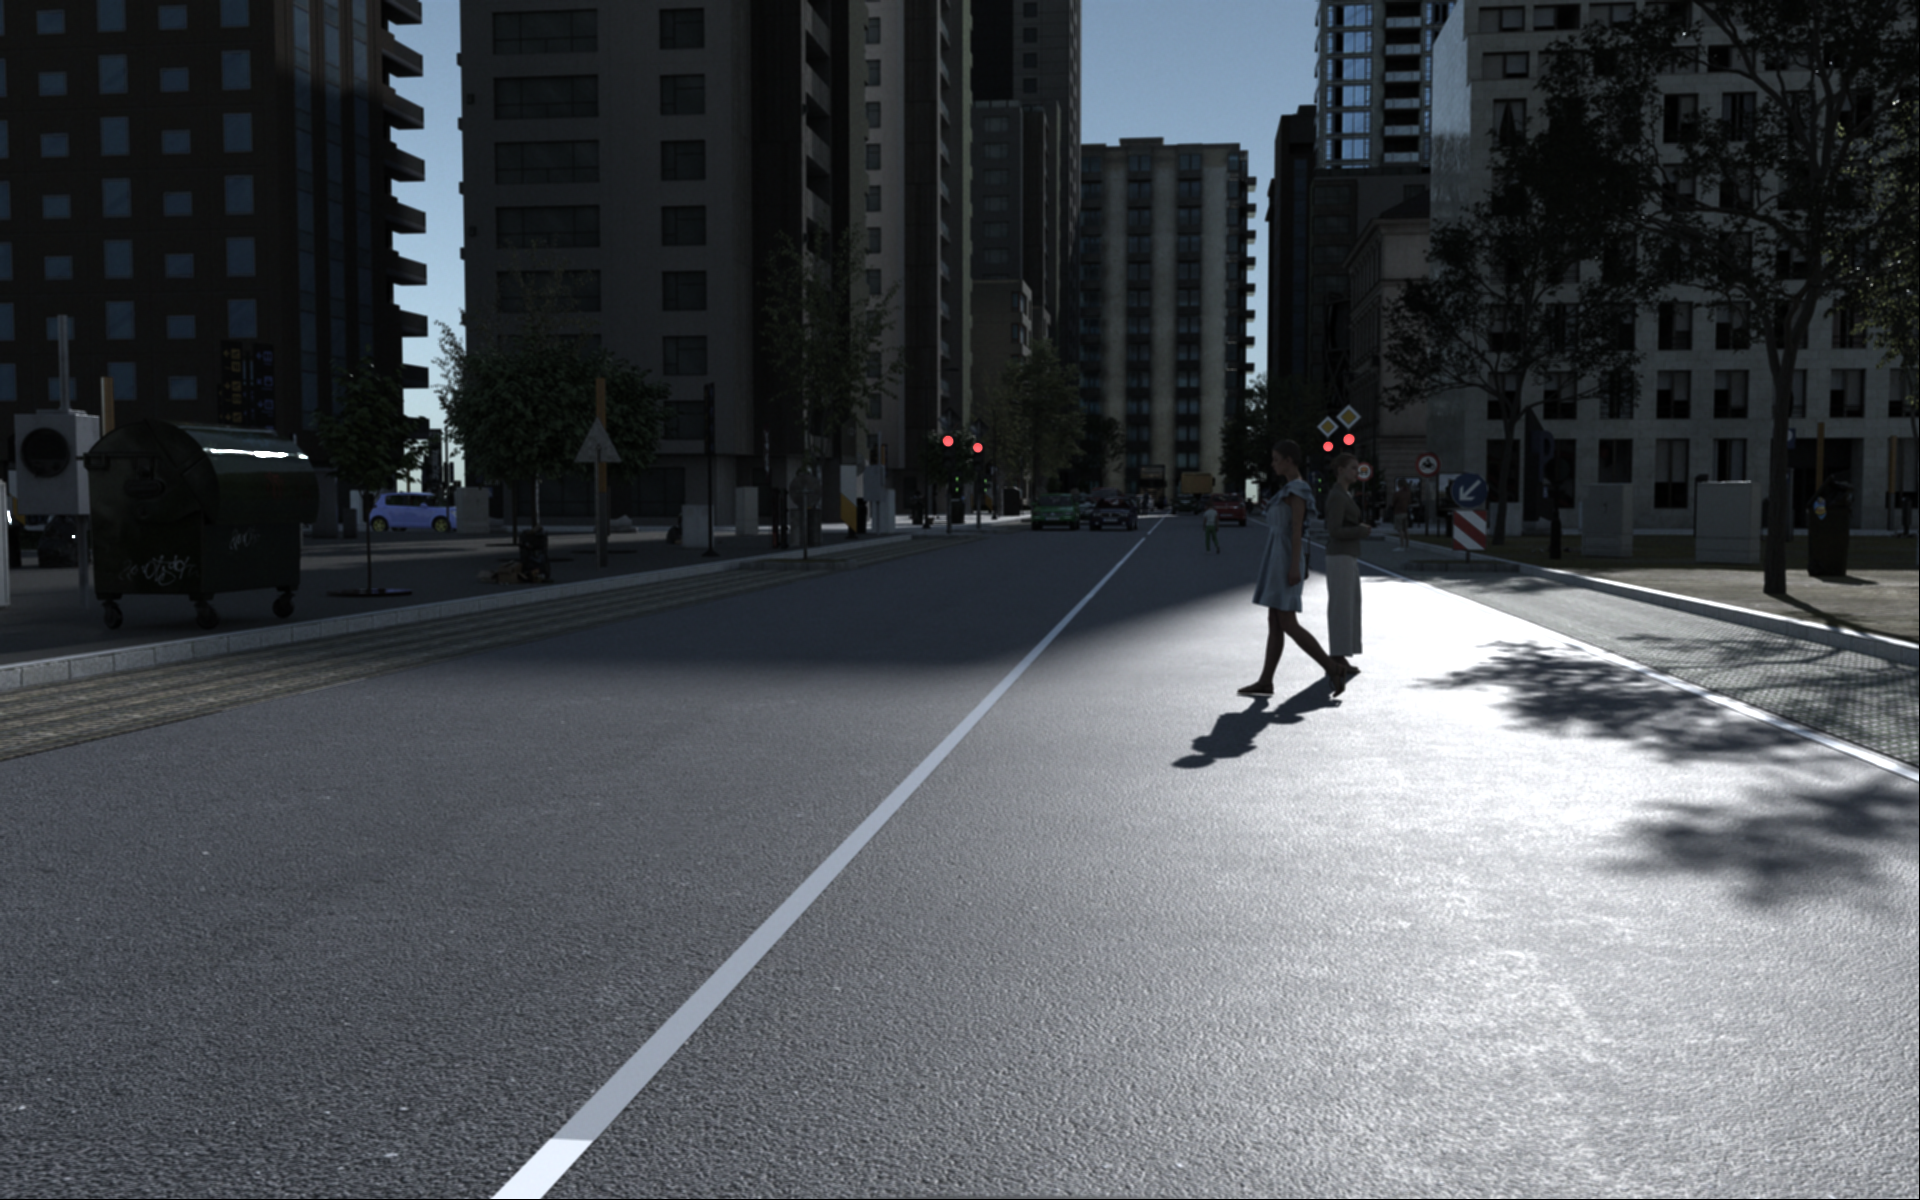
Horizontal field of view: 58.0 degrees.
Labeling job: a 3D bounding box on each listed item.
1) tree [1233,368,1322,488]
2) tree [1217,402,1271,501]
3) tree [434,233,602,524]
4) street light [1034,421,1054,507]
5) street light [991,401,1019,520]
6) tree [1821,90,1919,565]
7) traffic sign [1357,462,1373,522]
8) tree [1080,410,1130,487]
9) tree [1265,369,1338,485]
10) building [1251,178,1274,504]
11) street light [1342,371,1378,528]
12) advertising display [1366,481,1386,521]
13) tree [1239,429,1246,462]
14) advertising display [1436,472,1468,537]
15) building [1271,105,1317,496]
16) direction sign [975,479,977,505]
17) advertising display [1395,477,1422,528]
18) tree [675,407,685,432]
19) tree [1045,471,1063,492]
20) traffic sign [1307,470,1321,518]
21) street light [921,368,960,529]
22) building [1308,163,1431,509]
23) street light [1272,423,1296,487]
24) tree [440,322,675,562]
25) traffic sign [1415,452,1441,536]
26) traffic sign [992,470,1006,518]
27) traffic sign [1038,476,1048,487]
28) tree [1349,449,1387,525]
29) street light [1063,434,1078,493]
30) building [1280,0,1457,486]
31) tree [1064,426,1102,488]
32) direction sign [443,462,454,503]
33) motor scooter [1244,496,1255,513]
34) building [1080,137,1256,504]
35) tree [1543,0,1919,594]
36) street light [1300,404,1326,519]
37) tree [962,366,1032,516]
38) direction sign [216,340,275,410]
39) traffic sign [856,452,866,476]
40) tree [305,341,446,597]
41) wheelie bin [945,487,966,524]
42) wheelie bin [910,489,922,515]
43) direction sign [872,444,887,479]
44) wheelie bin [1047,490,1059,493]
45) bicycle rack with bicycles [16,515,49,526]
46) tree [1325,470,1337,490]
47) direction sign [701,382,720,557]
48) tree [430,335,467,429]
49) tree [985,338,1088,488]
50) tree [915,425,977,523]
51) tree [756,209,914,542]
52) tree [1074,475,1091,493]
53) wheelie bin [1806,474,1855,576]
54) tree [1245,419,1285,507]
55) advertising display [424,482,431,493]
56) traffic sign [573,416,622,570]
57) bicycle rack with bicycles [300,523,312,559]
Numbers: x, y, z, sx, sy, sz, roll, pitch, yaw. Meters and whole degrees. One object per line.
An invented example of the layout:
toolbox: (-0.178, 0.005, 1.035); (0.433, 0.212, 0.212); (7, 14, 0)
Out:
tree: (26.293, -13.220, 141.902); (9.928, 11.665, 9.643); (0, 3, 0)
tree: (35.424, -18.036, 213.011); (7.486, 12.596, 7.792); (0, 3, 0)
tree: (-12.117, -5.995, 48.381); (4.360, 8.622, 3.978); (0, 3, 0)
street light: (5.287, -8.410, 110.052); (1.470, 5.913, 1.316); (0, 4, 7)
street light: (2.271, -7.001, 87.002); (1.470, 5.913, 1.316); (0, 4, 7)
tree: (17.390, -4.929, 30.947); (4.360, 8.622, 3.978); (0, 3, 0)
traffic sign: (16.054, -4.206, 68.871); (0.768, 2.556, 0.104); (1, 4, 12)
tree: (17.530, -17.727, 215.585); (9.928, 11.665, 9.643); (0, 3, 0)
tree: (20.457, -9.300, 102.414); (4.737, 8.622, 4.395); (0, 3, 0)
building: (53.724, -35.217, 230.426); (28.867, 44.769, 22.147); (0, 4, 7)
street light: (15.161, -5.698, 65.697); (1.470, 5.913, 1.316); (0, 4, 7)
advertising display: (20.141, -4.812, 83.886); (0.974, 1.923, 0.123); (1, 4, 12)
tree: (30.396, -13.819, 176.302); (4.360, 8.622, 3.978); (0, 3, 0)
advertising display: (14.635, -2.826, 51.419); (0.974, 1.923, 0.123); (0, 4, 0)
building: (43.453, -33.617, 199.748); (14.600, 45.320, 14.200); (0, 4, 7)
direction sign: (1.283, -8.937, 138.114); (0.379, 3.537, 0.876); (0, 4, 6)
advertising display: (16.958, -3.692, 65.583); (0.974, 1.923, 0.123); (2, 4, 26)
tree: (-7.746, -3.318, 37.969); (4.285, 4.588, 4.351); (0, 3, 0)
tree: (7.282, -8.754, 137.726); (1.663, 3.219, 1.824); (0, 3, 0)
traffic sign: (18.945, -5.654, 92.543); (0.768, 2.556, 0.104); (1, 4, 9)
street light: (-0.705, -5.586, 63.868); (1.470, 5.913, 1.316); (0, 4, 7)
building: (38.240, -23.469, 155.422); (14.160, 30.474, 14.107); (0, 4, 7)
street light: (21.330, -8.596, 113.089); (1.470, 5.913, 1.316); (0, 4, 7)
tree: (-8.172, -3.031, 33.276); (4.285, 4.588, 4.351); (0, 3, 0)
traffic sign: (14.251, -3.223, 52.810); (0.768, 2.556, 0.104); (1, 4, 12)
traffic sign: (2.080, -5.670, 92.805); (0.768, 2.556, 0.104); (1, 4, 9)
traffic sign: (5.737, -7.329, 119.932); (0.768, 2.556, 0.104); (1, 4, 13)
tree: (17.071, -4.790, 72.926); (1.663, 3.219, 1.824); (0, 3, 0)
street light: (8.510, -9.849, 133.565); (1.470, 5.913, 1.316); (0, 4, 7)
building: (44.905, -52.776, 175.553); (22.319, 86.520, 31.000); (0, 4, 7)
tree: (13.065, -14.398, 185.765); (4.360, 8.622, 3.978); (0, 3, 0)
direction sign: (-36.250, -8.004, 122.855); (0.876, 3.537, 0.379); (1, 4, 23)
motor scooter: (21.396, -7.045, 127.955); (0.815, 1.314, 1.986); (0, 4, 6)
building: (24.492, -37.670, 235.507); (30.456, 49.044, 23.786); (0, 4, 7)
tree: (10.225, -5.349, 21.867); (7.601, 10.594, 8.767); (-2, 4, -35)
street light: (18.164, -7.121, 88.963); (1.470, 5.913, 1.316); (0, 4, 7)
tree: (2.246, -9.071, 98.678); (4.360, 8.622, 3.978); (0, 3, 0)
direction sign: (-10.596, -2.071, 25.855); (0.379, 3.537, 0.876); (2, 4, 33)
traffic sign: (-3.197, -3.160, 51.780); (0.768, 2.556, 0.104); (1, 4, 17)
tree: (-7.393, -1.676, 22.011); (1.663, 3.219, 1.824); (0, 3, 0)
wheelie bin: (-0.175, -4.054, 74.197); (0.980, 1.594, 0.693); (1, 4, 19)
wheelie bin: (-2.540, -5.714, 101.325); (0.693, 1.594, 0.980); (-1, 4, -8)
direction sign: (-3.773, -5.535, 82.495); (0.379, 3.537, 0.876); (1, 4, 9)
wheelie bin: (7.300, -7.610, 132.337); (0.980, 1.594, 0.693); (0, 4, 3)
bicycle rack with bicycles: (-38.393, -3.505, 70.694); (2.852, 0.926, 2.925); (2, 4, 28)
tree: (17.634, -5.226, 80.045); (1.663, 3.219, 1.824); (0, 3, 0)
direction sign: (-5.144, -2.668, 35.616); (0.379, 3.537, 0.876); (-1, 4, -20)
tree: (-22.239, -7.901, 79.545); (4.737, 8.622, 4.395); (0, 3, 0)
tree: (5.585, -12.678, 125.412); (7.486, 12.596, 7.792); (0, 3, 0)
tree: (-0.430, -5.720, 77.229); (4.285, 4.588, 4.351); (0, 3, 0)
tree: (-3.575, -5.843, 45.895); (4.737, 8.622, 4.395); (0, 3, 0)
tree: (12.063, -10.858, 172.130); (1.663, 3.219, 1.824); (0, 3, 0)
wheelie bin: (13.713, -1.186, 27.301); (0.693, 1.594, 0.980); (2, 4, 27)
tree: (28.459, -12.725, 158.415); (4.360, 8.622, 3.978); (0, 3, 0)
advertising display: (-29.394, -5.531, 95.651); (0.123, 1.923, 0.974); (0, 4, 0)
traffic sign: (-6.082, -1.775, 29.028); (0.884, 2.594, 0.081); (1, 4, 16)
bicycle rack with bicycles: (-13.947, -1.241, 33.670); (2.852, 0.926, 2.925); (1, 4, 16)
